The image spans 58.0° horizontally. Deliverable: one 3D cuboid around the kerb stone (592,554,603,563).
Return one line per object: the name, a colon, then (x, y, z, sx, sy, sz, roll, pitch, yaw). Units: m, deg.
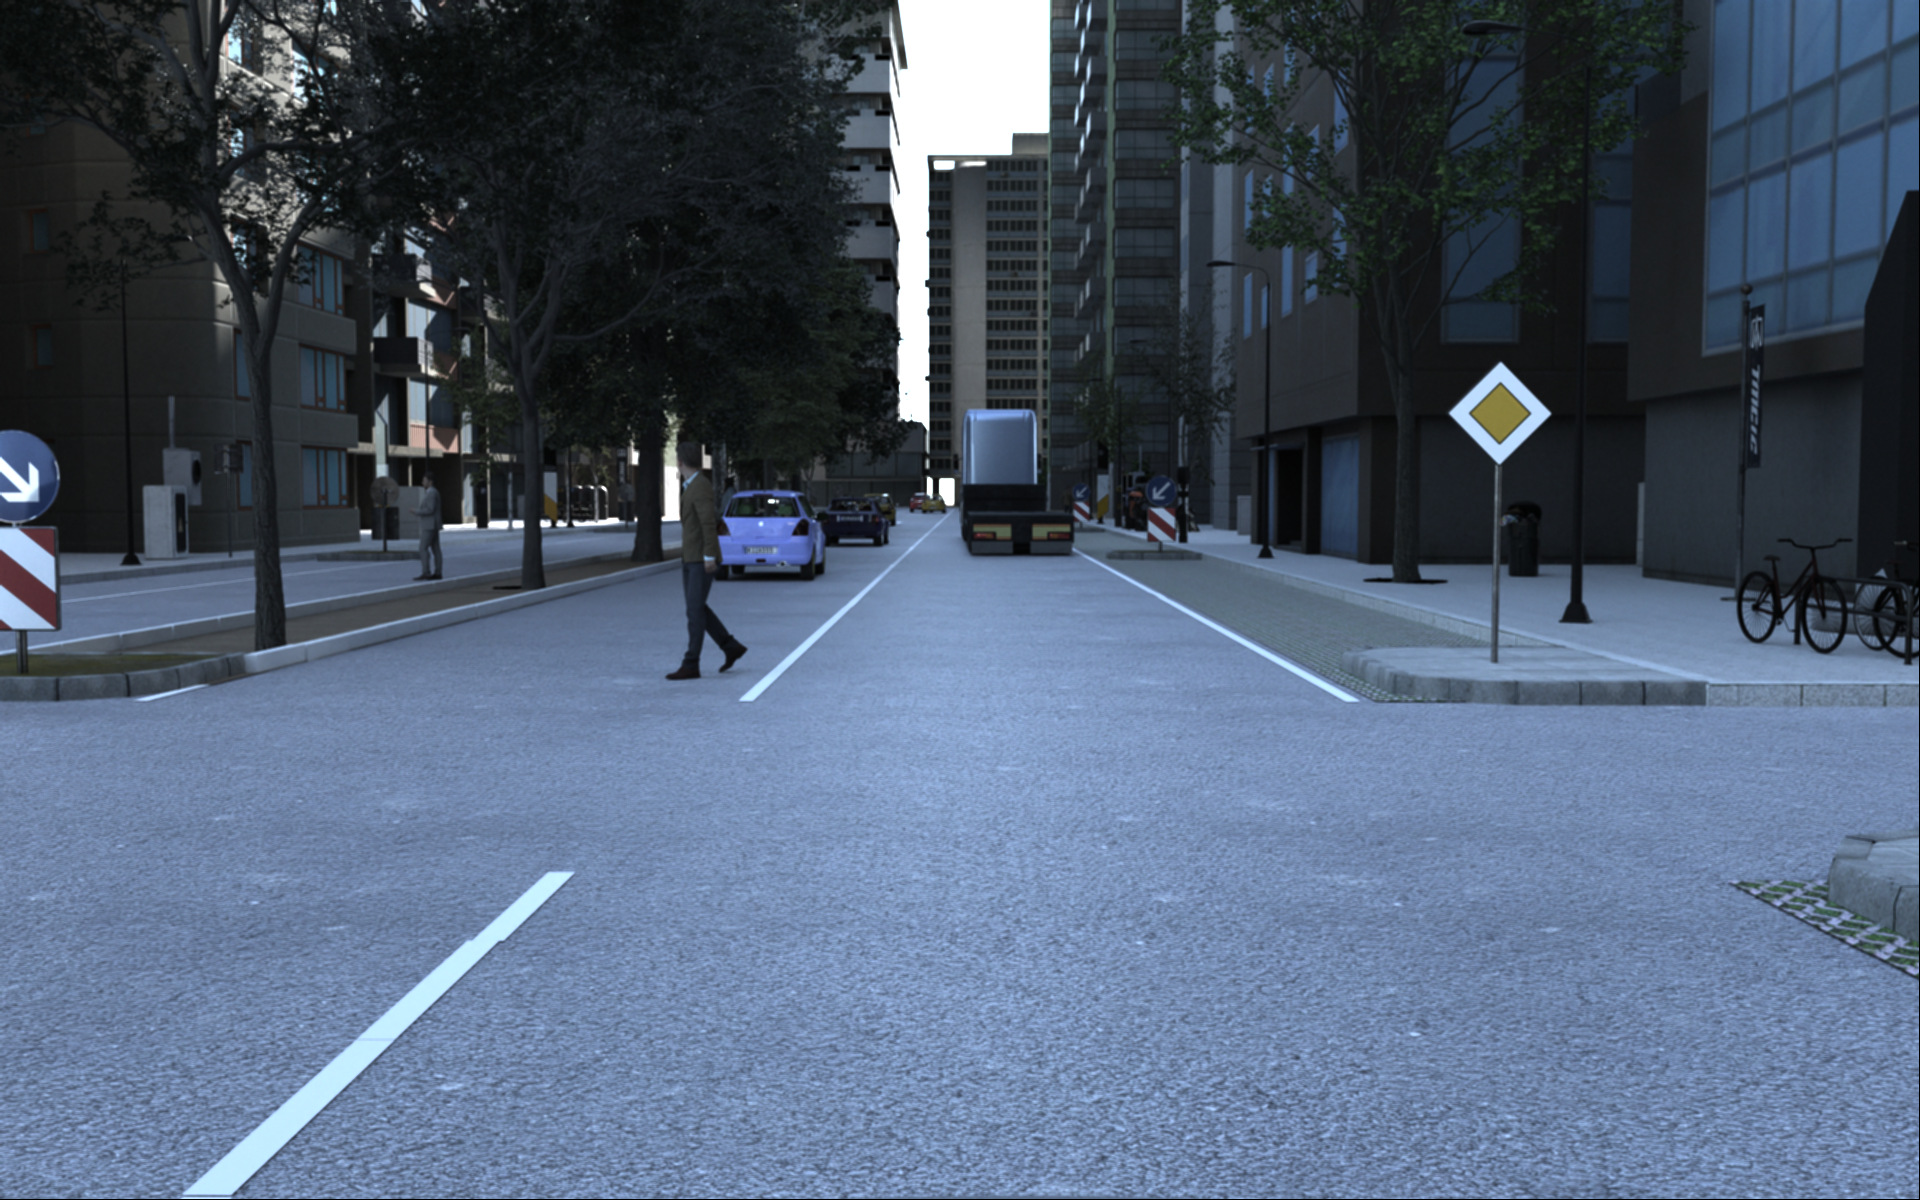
kerb stone: (-7.621, -0.839, 35.914, 0.120, 0.150, 1.000, 0, 4, 0)

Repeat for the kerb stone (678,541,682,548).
kerb stone: (-7.554, -1.466, 46.168, 0.120, 0.150, 1.000, 0, 4, 0)

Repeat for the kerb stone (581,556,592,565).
kerb stone: (-7.630, -0.775, 34.873, 0.120, 0.150, 1.000, 0, 4, 0)

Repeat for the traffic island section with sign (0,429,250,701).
traffic island section with sign: (-6.697, -0.292, 12.916, 2.006, 1.907, 1.989, 0, 4, 0)

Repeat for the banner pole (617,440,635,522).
banner pole: (-15.500, -5.520, 80.267, 0.863, 3.779, 0.401, 0, 4, -3)

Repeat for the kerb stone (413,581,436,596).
kerb stone: (-7.691, -0.146, 24.581, 0.120, 0.150, 1.000, 0, 4, 0)

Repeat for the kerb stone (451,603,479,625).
kerb stone: (-5.624, 0.171, 19.407, 0.120, 0.150, 1.000, 0, 4, 0)

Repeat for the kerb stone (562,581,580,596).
kerb stone: (-5.594, -0.144, 24.546, 0.120, 0.150, 1.000, 0, 4, 0)

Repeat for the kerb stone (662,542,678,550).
kerb stone: (-7.561, -1.402, 45.142, 0.120, 0.150, 1.000, 0, 4, 0)

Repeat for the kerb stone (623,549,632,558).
kerb stone: (-7.596, -1.027, 38.990, 0.120, 0.150, 1.000, 0, 4, 0)

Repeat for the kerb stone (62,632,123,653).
kerb stone: (-7.751, 0.419, 15.350, 0.120, 0.150, 1.000, 0, 4, 0)

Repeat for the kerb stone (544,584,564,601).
kerb stone: (-5.593, -0.081, 23.523, 0.120, 0.150, 1.000, 0, 4, 0)

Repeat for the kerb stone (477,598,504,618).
kerb stone: (-5.608, 0.108, 20.431, 0.120, 0.150, 1.000, 0, 4, 0)

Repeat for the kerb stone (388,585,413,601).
kerb stone: (-7.697, -0.083, 23.559, 0.120, 0.150, 1.000, 0, 4, 0)

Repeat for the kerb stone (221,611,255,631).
kerb stone: (-7.722, 0.230, 18.441, 0.120, 0.150, 1.000, 0, 4, 0)

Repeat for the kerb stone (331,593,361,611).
kerb stone: (-7.709, 0.042, 21.512, 0.120, 0.150, 1.000, 0, 4, 0)

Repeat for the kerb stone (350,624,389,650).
kerb stone: (-5.638, 0.362, 16.337, 0.120, 0.150, 1.000, 0, 4, 0)

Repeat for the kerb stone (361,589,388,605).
kerb stone: (-7.700, -0.019, 22.534, 0.120, 0.150, 1.000, 0, 4, 0)

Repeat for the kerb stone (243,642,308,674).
kerb stone: (-5.656, 0.483, 14.293, 0.120, 0.150, 1.000, 0, 4, 0)

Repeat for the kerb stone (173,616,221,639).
kerb stone: (-7.735, 0.293, 17.412, 0.120, 0.150, 1.000, 0, 4, 0)

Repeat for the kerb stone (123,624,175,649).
kerb stone: (-7.738, 0.359, 16.376, 0.120, 0.150, 1.000, 0, 4, 0)

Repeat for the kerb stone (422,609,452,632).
kerb stone: (-5.626, 0.233, 18.382, 0.120, 0.150, 1.000, 0, 4, 0)

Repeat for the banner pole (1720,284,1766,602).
banner pole: (9.348, -1.865, 20.516, 0.401, 3.779, 0.863, 0, 4, 6)

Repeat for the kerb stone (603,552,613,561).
kerb stone: (-7.613, -0.902, 36.942, 0.120, 0.150, 1.000, 0, 4, 0)

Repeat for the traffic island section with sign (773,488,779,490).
traffic island section with sign: (-12.243, -6.527, 115.341, 1.989, 1.847, 2.006, 0, 4, 0)

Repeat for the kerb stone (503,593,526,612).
kerb stone: (-5.605, 0.045, 21.465, 0.120, 0.150, 1.000, 0, 4, 0)

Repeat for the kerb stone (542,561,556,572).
kerb stone: (-7.650, -0.586, 31.782, 0.120, 0.150, 1.000, 0, 4, 0)

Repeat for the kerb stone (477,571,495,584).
kerb stone: (-7.674, -0.331, 27.671, 0.120, 0.150, 1.000, 0, 4, 0)

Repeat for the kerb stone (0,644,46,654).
kerb stone: (-7.752, 0.482, 14.322, 0.120, 0.150, 1.000, 0, 4, 0)

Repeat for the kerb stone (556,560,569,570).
kerb stone: (-7.642, -0.649, 32.814, 0.120, 0.150, 1.000, 0, 4, 0)

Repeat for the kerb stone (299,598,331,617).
kerb stone: (-7.717, 0.104, 20.490, 0.120, 0.150, 1.000, 0, 4, 0)

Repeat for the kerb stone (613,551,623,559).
kerb stone: (-7.609, -0.962, 37.964, 0.120, 0.150, 1.000, 0, 4, 0)

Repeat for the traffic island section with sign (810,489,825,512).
traffic island section with sign: (-12.072, -8.175, 142.295, 1.989, 1.847, 2.006, 0, 4, 0)

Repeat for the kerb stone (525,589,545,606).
kerb stone: (-5.604, -0.019, 22.498, 0.120, 0.150, 1.000, 0, 4, 0)

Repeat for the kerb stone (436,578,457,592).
kerb stone: (-7.681, -0.209, 25.610, 0.120, 0.150, 1.000, 0, 4, 0)

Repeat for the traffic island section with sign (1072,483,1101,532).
traffic island section with sign: (4.417, -3.461, 65.223, 1.989, 1.847, 2.006, 0, 4, 0)

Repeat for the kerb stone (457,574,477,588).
kerb stone: (-7.672, -0.272, 26.643, 0.120, 0.150, 1.000, 0, 4, 0)

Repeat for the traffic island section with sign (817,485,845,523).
traffic island section with sign: (-6.241, -4.888, 88.053, 2.006, 1.907, 1.989, 0, 4, 0)

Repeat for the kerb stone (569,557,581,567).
kerb stone: (-7.632, -0.707, 33.852, 0.120, 0.150, 1.000, 0, 4, 0)

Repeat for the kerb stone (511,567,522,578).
kerb stone: (-7.658, -0.461, 29.727, 0.120, 0.150, 1.000, 0, 4, 0)

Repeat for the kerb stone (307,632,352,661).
kerb stone: (-5.638, 0.425, 15.315, 0.120, 0.150, 1.000, 0, 4, 0)

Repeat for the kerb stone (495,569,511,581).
kerb stone: (-7.670, -0.397, 28.693, 0.120, 0.150, 1.000, 0, 4, 0)

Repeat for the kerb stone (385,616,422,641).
kerb stone: (-5.633, 0.296, 17.359, 0.120, 0.150, 1.000, 0, 4, 0)

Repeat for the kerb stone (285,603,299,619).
kerb stone: (-7.716, 0.169, 19.466, 0.120, 0.150, 1.000, 0, 4, 0)
